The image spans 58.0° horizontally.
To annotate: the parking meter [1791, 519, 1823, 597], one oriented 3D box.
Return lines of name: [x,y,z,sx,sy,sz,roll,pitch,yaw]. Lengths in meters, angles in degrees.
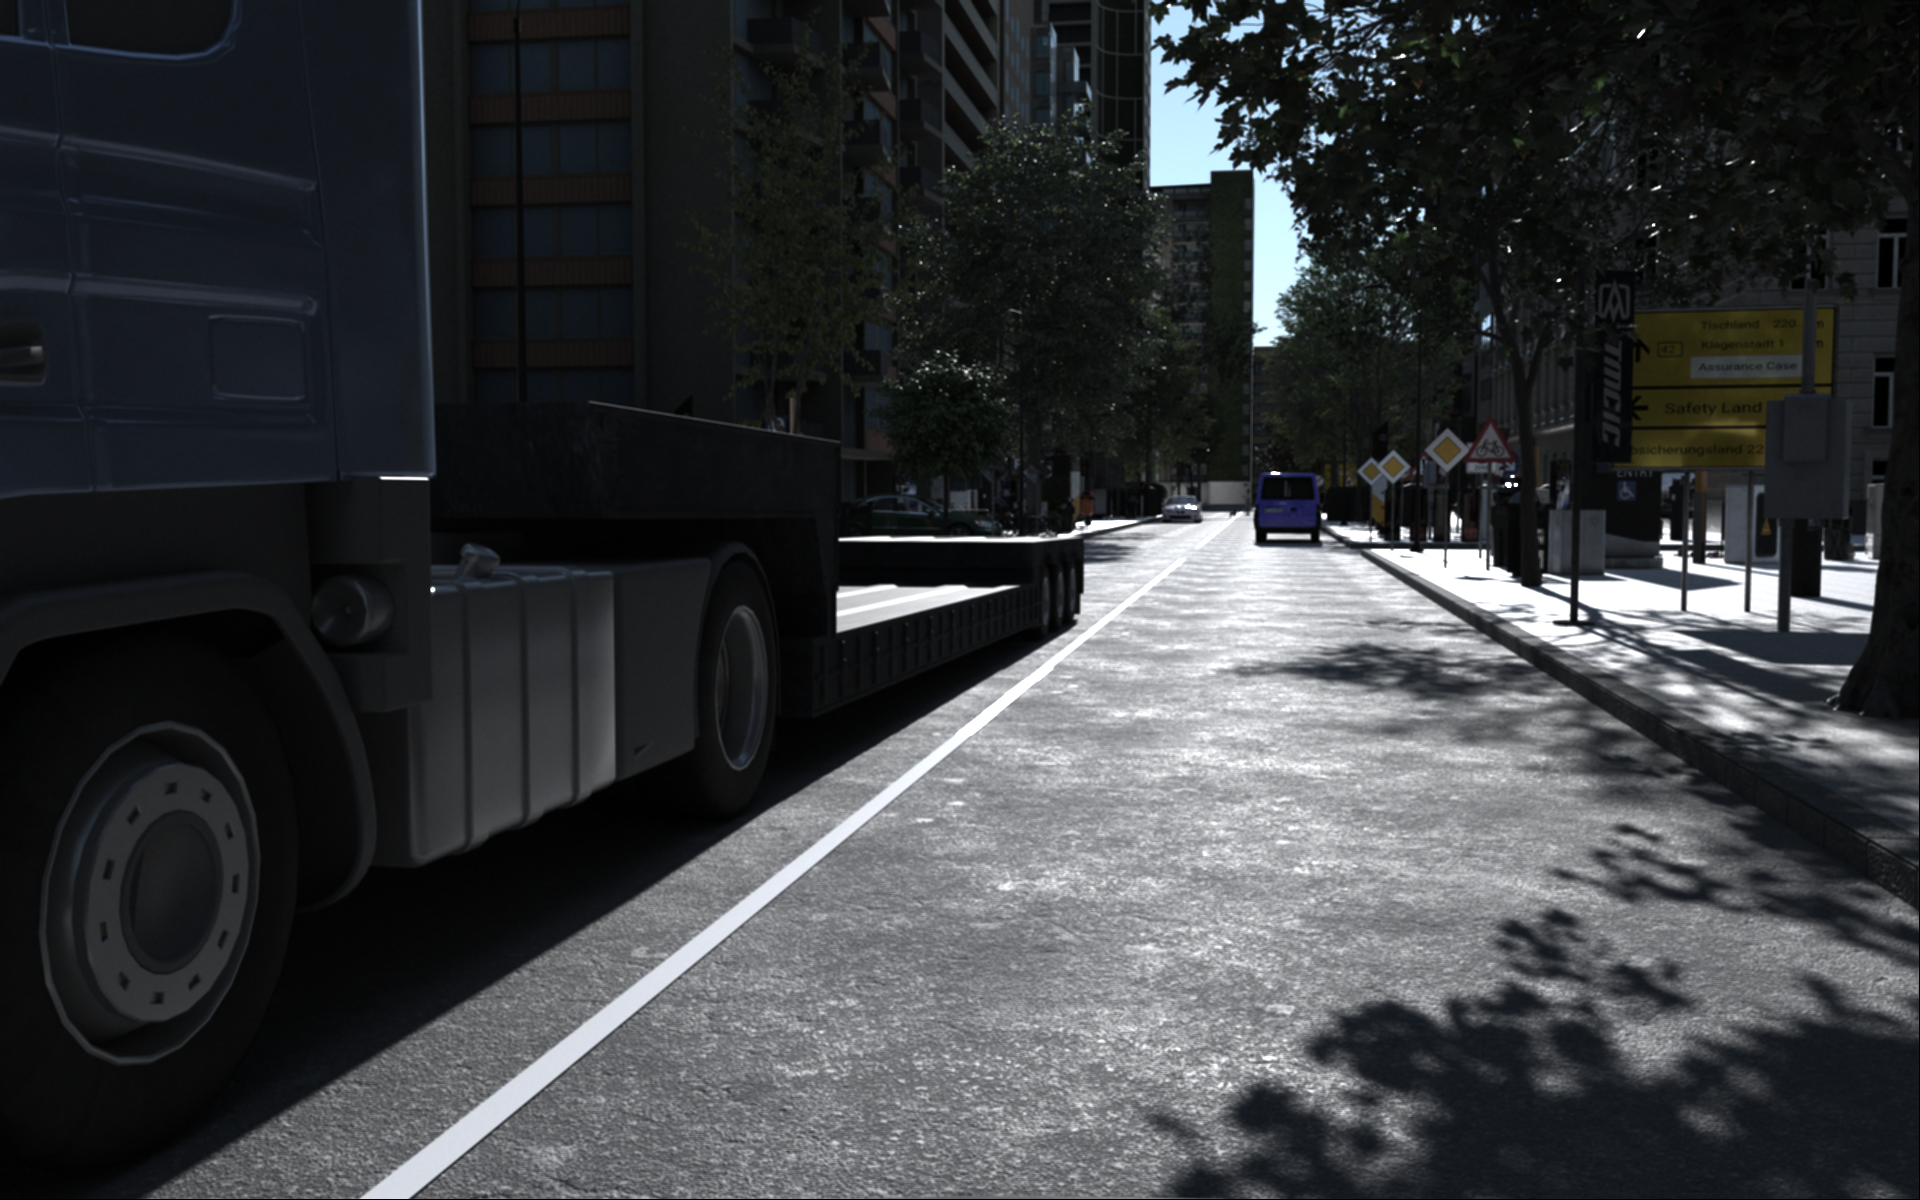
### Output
parking meter: [10.589,-0.812,21.685,0.372,1.533,0.369,0,3,0]

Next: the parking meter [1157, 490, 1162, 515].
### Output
parking meter: [12.223,-6.005,106.584,0.372,1.533,0.369,0,3,0]

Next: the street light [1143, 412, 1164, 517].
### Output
street light: [11.035,-7.636,97.390,1.470,5.913,1.316,1,4,10]

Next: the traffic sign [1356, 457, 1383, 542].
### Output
traffic sign: [11.057,-2.627,46.597,0.795,2.450,0.064,1,4,10]

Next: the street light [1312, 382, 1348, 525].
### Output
street light: [15.315,-6.047,71.408,1.470,5.913,1.316,1,4,10]

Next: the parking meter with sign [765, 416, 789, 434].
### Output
parking meter with sign: [-4.423,-2.561,38.132,0.543,3.016,1.738,1,4,23]

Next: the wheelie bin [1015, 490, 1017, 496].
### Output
wheelie bin: [4.189,-6.860,120.072,0.980,1.594,0.693,2,4,27]

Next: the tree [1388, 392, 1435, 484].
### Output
tree: [29.761,-10.012,114.061,4.737,8.622,4.395,0,3,0]

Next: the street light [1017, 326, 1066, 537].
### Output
street light: [2.239,-4.614,47.979,1.470,5.913,1.316,1,4,10]

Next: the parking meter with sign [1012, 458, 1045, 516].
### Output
parking meter with sign: [3.513,-5.653,88.693,1.738,3.016,0.543,-3,4,-37]

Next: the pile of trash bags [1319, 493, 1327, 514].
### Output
pile of trash bags: [23.885,-6.414,114.616,1.912,1.369,3.447,1,4,15]

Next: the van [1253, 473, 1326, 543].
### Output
van: [9.992,-2.954,52.681,2.240,2.365,5.245,1,4,11]

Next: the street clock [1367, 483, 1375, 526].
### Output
street clock: [16.595,-3.985,69.722,0.358,2.002,0.471,3,5,40]

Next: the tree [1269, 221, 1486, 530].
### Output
tree: [14.916,-8.305,61.546,9.928,11.665,9.643,0,3,0]

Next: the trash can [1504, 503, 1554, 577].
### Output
trash can: [8.822,-0.932,26.898,0.748,1.137,0.748,0,3,0]

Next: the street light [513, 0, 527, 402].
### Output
street light: [-3.375,-2.616,15.319,1.470,5.913,1.316,1,4,10]

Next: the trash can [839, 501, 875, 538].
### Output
trash can: [-2.020,-1.355,33.813,0.748,1.137,0.748,0,3,0]

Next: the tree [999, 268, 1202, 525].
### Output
tree: [5.207,-8.345,70.859,8.767,10.594,7.601,1,4,11]

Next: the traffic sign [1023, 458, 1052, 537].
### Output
traffic sign: [2.152,-2.724,48.177,0.795,2.450,0.064,1,4,10]

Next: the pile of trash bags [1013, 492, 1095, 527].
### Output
pile of trash bags: [3.661,-3.598,68.586,3.447,1.369,1.912,1,4,15]

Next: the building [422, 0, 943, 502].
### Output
building: [-12.958,-25.710,74.981,22.147,44.769,28.867,1,4,10]

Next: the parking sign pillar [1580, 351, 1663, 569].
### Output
parking sign pillar: [11.532,-2.552,30.205,1.447,3.967,1.447,0,4,-7]

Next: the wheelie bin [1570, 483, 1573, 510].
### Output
wheelie bin: [17.406,-2.487,48.572,0.980,1.594,0.693,1,4,14]

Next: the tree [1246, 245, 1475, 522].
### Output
tree: [18.477,-10.345,79.509,12.009,13.543,11.850,0,3,0]

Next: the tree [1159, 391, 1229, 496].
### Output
tree: [21.548,-14.444,161.912,9.928,11.665,9.643,0,3,0]

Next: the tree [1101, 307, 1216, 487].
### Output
tree: [11.570,-11.405,104.599,7.486,12.596,7.792,0,3,0]

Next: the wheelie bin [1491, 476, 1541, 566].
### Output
wheelie bin: [9.832,-1.393,30.684,0.693,1.594,0.980,-2,4,-34]

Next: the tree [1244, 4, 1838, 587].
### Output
tree: [8.037,-5.486,24.114,8.767,10.594,7.601,1,4,11]

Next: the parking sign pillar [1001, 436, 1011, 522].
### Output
parking sign pillar: [2.136,-5.597,79.977,1.447,3.967,1.447,0,4,0]

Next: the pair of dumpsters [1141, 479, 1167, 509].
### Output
pair of dumpsters: [12.577,-6.719,112.346,1.574,2.255,4.437,1,4,10]

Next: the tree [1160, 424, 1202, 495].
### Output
tree: [20.109,-12.467,154.196,4.360,8.622,3.978,0,3,0]

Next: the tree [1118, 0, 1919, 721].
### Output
tree: [5.610,-5.668,9.677,9.611,12.733,9.660,0,3,0]

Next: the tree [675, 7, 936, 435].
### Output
tree: [-2.602,-4.704,27.271,4.737,8.622,4.395,0,3,0]

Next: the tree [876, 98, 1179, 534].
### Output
tree: [2.272,-9.139,56.080,9.857,13.997,8.962,0,3,0]

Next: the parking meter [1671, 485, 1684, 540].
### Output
parking meter: [20.071,-2.444,48.369,0.372,1.533,0.369,0,3,0]

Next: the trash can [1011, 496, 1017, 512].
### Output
trash can: [3.568,-6.297,114.606,0.748,1.137,0.748,0,3,0]

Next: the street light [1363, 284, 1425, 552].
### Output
street light: [9.606,-4.026,38.361,1.470,5.913,1.316,1,4,10]

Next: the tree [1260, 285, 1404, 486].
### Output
tree: [19.338,-10.598,91.404,7.486,12.596,7.792,0,3,0]

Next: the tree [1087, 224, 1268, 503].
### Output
tree: [14.843,-16.229,121.230,12.611,20.169,13.585,0,3,0]

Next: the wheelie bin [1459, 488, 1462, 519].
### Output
wheelie bin: [26.217,-4.998,89.629,0.980,1.594,0.693,3,5,41]

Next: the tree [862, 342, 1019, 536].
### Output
tree: [-0.408,-3.291,37.520,4.285,4.588,4.351,0,3,0]

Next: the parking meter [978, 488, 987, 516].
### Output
parking meter: [0.970,-4.122,75.803,0.372,1.533,0.369,0,3,0]
